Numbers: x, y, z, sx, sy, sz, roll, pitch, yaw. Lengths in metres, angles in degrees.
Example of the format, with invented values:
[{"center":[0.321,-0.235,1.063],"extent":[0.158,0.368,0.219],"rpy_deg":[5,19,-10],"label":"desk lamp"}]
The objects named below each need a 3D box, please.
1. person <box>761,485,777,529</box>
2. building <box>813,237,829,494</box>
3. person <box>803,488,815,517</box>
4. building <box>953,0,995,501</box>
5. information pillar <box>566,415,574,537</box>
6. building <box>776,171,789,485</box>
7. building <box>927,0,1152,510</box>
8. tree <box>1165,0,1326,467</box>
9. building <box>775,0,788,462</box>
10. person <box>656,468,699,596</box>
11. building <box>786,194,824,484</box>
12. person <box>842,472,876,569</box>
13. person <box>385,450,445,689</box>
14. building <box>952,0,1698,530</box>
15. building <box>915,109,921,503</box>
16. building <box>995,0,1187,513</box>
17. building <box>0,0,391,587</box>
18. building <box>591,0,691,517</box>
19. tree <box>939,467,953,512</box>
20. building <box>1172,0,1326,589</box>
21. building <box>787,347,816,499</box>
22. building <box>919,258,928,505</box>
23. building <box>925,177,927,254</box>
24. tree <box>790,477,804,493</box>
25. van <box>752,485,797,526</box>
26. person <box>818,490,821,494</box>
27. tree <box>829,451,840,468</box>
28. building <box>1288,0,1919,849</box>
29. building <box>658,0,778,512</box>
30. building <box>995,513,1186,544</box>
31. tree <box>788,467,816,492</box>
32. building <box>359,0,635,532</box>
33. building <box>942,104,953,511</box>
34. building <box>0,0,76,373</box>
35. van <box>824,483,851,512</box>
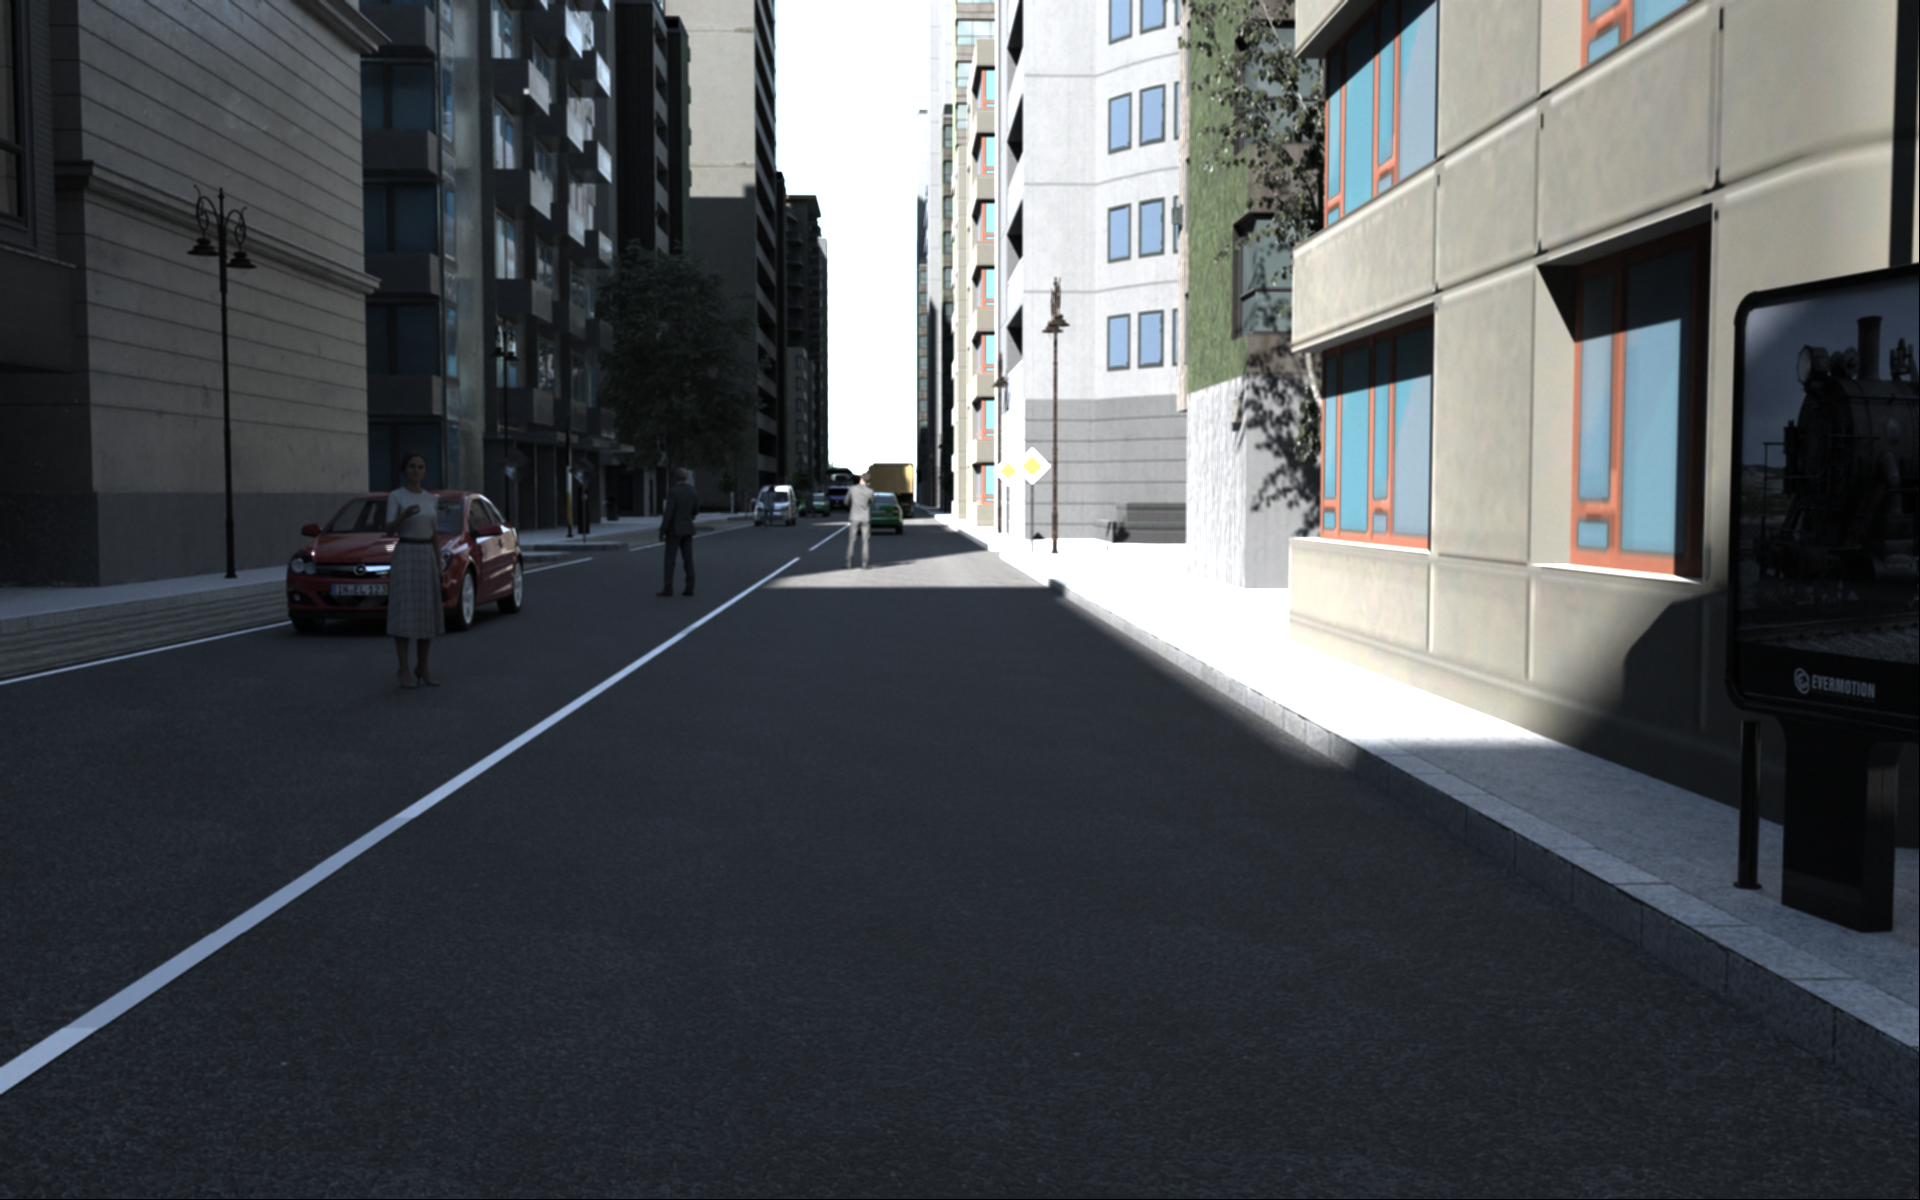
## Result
[{"center":[-7.931,-3.849,71.701],"extent":[0.793,1.790,0.793],"rpy_deg":[-2,4,-24],"label":"person"},{"center":[-27.595,-35.742,267.982],"extent":[14.154,41.232,14.086],"rpy_deg":[0,4,-2],"label":"building"},{"center":[-9.263,-5.975,106.291],"extent":[0.767,1.812,0.694],"rpy_deg":[3,4,36],"label":"person"},{"center":[6.496,-26.283,113.316],"extent":[14.154,41.232,14.086],"rpy_deg":[0,4,-2],"label":"building"},{"center":[-11.561,-3.660,51.193],"extent":[0.183,3.616,0.504],"rpy_deg":[0,4,-7],"label":"information pillar"},{"center":[-22.234,-23.030,148.235],"extent":[14.160,30.474,14.107],"rpy_deg":[0,4,-2],"label":"building"},{"center":[7.065,-39.097,181.240],"extent":[21.231,58.520,28.212],"rpy_deg":[0,4,-2],"label":"building"},{"center":[3.981,-4.103,17.442],"extent":[4.360,8.622,3.978],"rpy_deg":[0,3,0],"label":"tree"},{"center":[-27.929,-52.391,169.258],"extent":[22.319,86.520,31.000],"rpy_deg":[0,4,-2],"label":"building"},{"center":[-4.019,-0.967,24.490],"extent":[0.590,1.801,0.661],"rpy_deg":[3,4,38],"label":"person"},{"center":[-30.834,-36.163,245.881],"extent":[22.147,44.769,28.867],"rpy_deg":[0,4,-2],"label":"building"},{"center":[-1.941,-1.520,33.154],"extent":[0.655,1.846,0.447],"rpy_deg":[0,4,-3],"label":"person"},{"center":[-3.999,-0.229,12.814],"extent":[0.524,1.755,0.480],"rpy_deg":[3,4,37],"label":"person"},{"center":[13.902,-14.433,81.023],"extent":[27.650,21.520,28.899],"rpy_deg":[0,4,-2],"label":"building"},{"center":[3.776,-44.247,265.444],"extent":[21.231,58.520,28.212],"rpy_deg":[0,4,-2],"label":"building"},{"center":[8.728,-37.333,152.397],"extent":[21.231,58.520,28.212],"rpy_deg":[0,4,-2],"label":"building"},{"center":[-23.203,-14.784,29.102],"extent":[23.554,28.519,14.401],"rpy_deg":[0,4,-2],"label":"building"},{"center":[-23.270,-20.062,99.715],"extent":[14.160,30.474,14.107],"rpy_deg":[0,4,-2],"label":"building"},{"center":[-0.598,-7.913,123.975],"extent":[1.663,3.219,1.824],"rpy_deg":[0,3,0],"label":"tree"},{"center":[10.599,-15.769,29.520],"extent":[14.160,30.474,14.107],"rpy_deg":[0,4,-2],"label":"building"},{"center":[-32.707,-22.791,217.672],"extent":[27.650,21.520,28.899],"rpy_deg":[0,4,-2],"label":"building"},{"center":[1.928,-26.993,213.041],"extent":[14.160,30.474,14.107],"rpy_deg":[0,4,-2],"label":"building"},{"center":[6.449,-37.686,235.769],"extent":[23.786,49.044,30.456],"rpy_deg":[0,4,-2],"label":"building"},{"center":[-17.979,-12.020,191.123],"extent":[1.663,3.219,1.824],"rpy_deg":[0,3,0],"label":"tree"},{"center":[-8.375,-4.379,78.608],"extent":[2.013,2.044,4.112],"rpy_deg":[0,4,-1],"label":"van"},{"center":[-15.036,-10.800,185.085],"extent":[0.705,1.823,1.348],"rpy_deg":[0,4,3],"label":"person"},{"center":[-20.809,-20.144,279.718],"extent":[4.360,8.622,3.978],"rpy_deg":[0,3,0],"label":"tree"},{"center":[17.216,-9.513,0.570],"extent":[27.650,21.520,28.899],"rpy_deg":[0,4,-2],"label":"building"},{"center":[-25.180,-30.950,129.742],"extent":[21.300,48.544,21.600],"rpy_deg":[0,4,-2],"label":"building"},{"center":[15.655,-31.222,52.487],"extent":[28.212,58.520,21.231],"rpy_deg":[0,4,-2],"label":"building"},{"center":[-17.831,-12.900,194.625],"extent":[4.285,4.588,4.351],"rpy_deg":[0,3,0],"label":"tree"},{"center":[-25.130,-27.063,62.092],"extent":[23.786,49.044,30.456],"rpy_deg":[0,4,-2],"label":"building"},{"center":[5.571,-22.037,132.002],"extent":[14.160,30.474,14.107],"rpy_deg":[0,4,-2],"label":"building"},{"center":[-17.757,-13.230,9.818],"extent":[14.314,27.812,24.014],"rpy_deg":[0,4,-2],"label":"building"},{"center":[-9.794,-8.303,140.132],"extent":[2.240,2.365,5.245],"rpy_deg":[0,4,-1],"label":"van"}]
